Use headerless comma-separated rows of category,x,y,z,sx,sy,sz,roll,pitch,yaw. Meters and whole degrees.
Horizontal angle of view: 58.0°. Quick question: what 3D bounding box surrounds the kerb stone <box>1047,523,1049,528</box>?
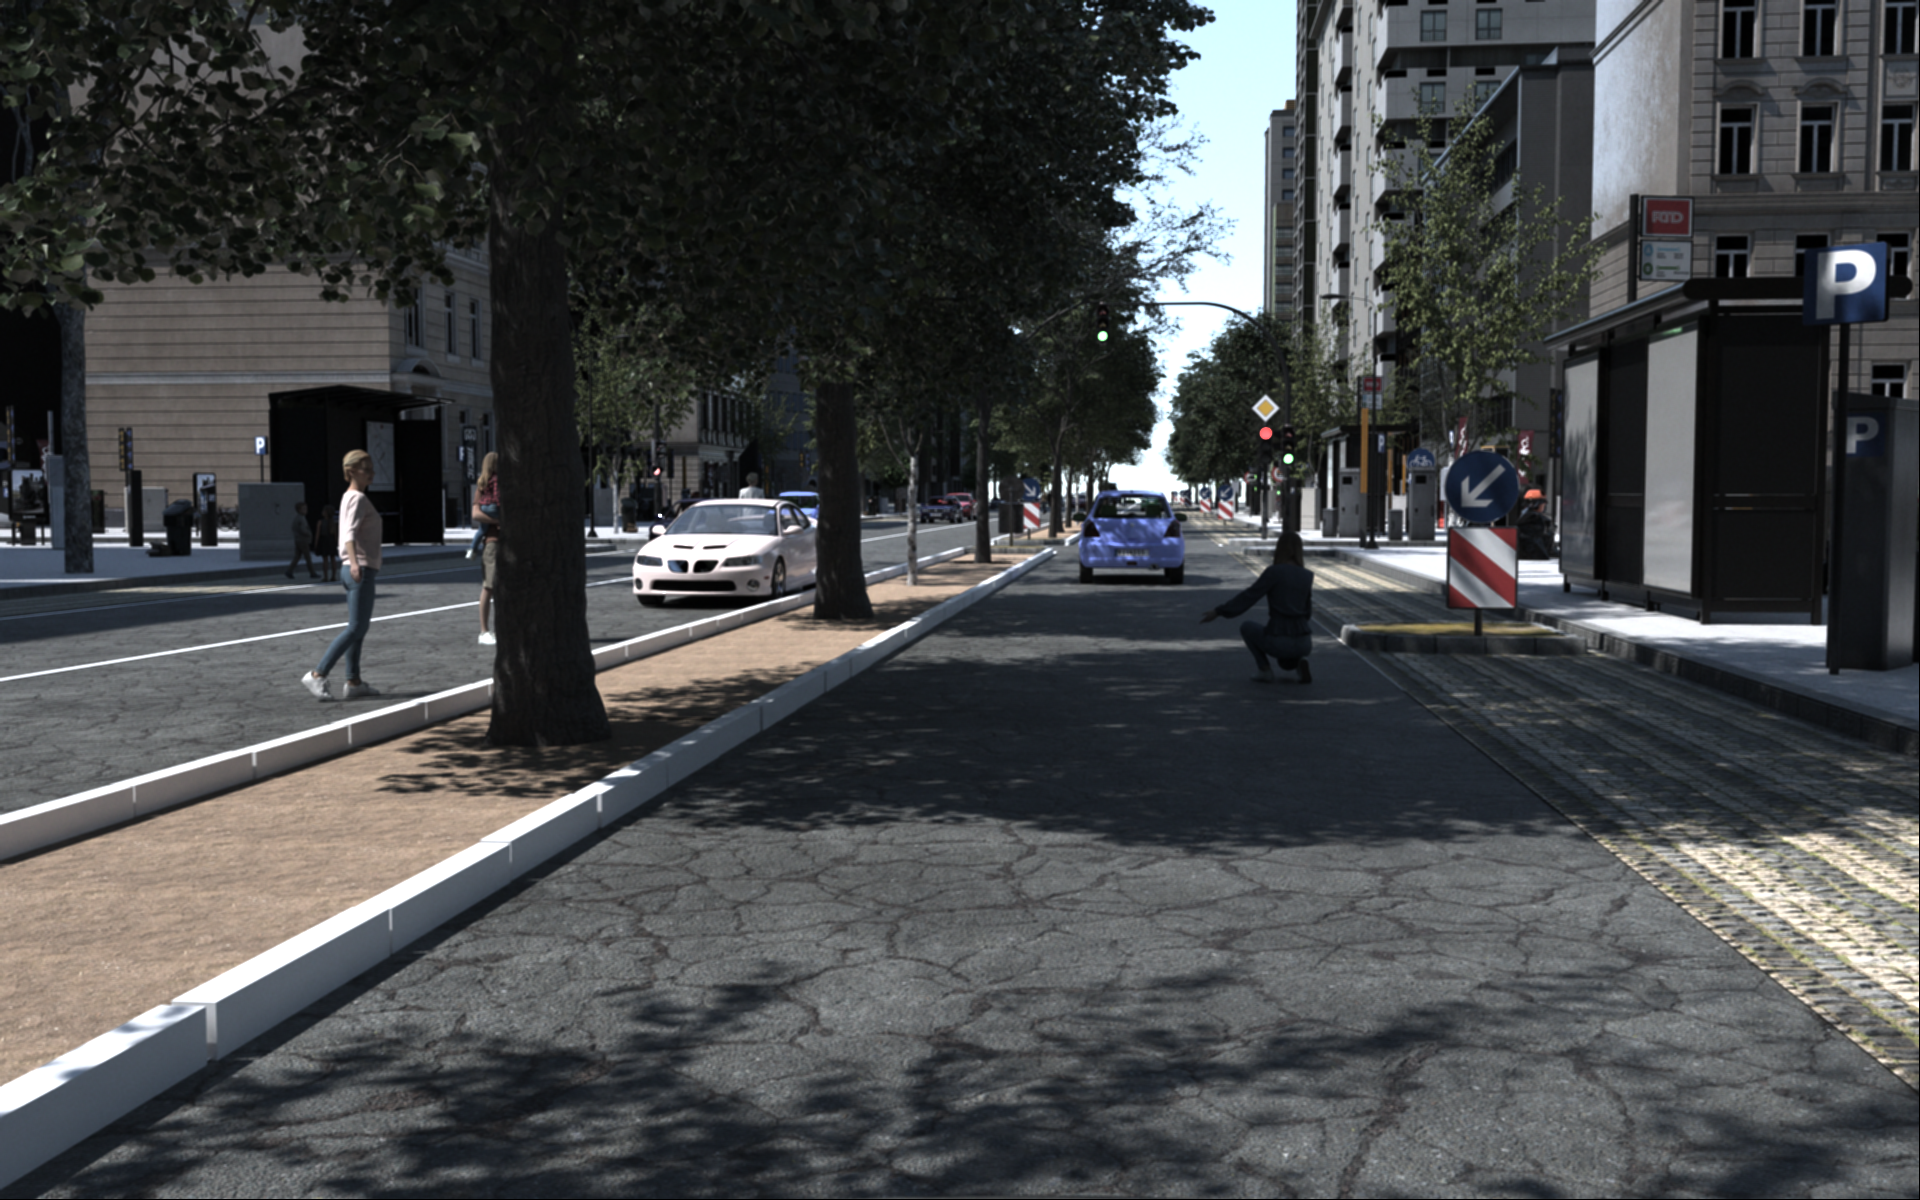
kerb stone,3.485,-3.040,71.894,0.120,0.150,1.000,0,4,6

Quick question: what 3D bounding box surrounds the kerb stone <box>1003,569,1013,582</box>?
kerb stone,0.731,-0.373,28.301,0.120,0.150,1.000,0,4,6

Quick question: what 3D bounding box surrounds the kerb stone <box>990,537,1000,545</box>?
kerb stone,0.974,-1.670,49.493,0.120,0.150,1.000,0,4,6

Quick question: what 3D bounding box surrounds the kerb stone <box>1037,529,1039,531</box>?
kerb stone,2.805,-2.666,65.777,0.120,0.150,1.000,0,4,6

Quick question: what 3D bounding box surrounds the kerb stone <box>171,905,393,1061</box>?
kerb stone,-1.882,1.059,4.877,0.120,0.150,1.000,0,4,6

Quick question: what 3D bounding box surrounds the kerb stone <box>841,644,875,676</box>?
kerb stone,-0.853,0.498,14.048,0.120,0.150,1.000,0,4,6

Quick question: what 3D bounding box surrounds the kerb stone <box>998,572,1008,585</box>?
kerb stone,0.617,-0.305,27.285,0.120,0.150,1.000,0,4,6

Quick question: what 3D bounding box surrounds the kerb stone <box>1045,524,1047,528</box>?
kerb stone,3.373,-2.974,70.878,0.120,0.150,1.000,0,4,6

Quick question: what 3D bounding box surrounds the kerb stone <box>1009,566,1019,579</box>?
kerb stone,0.852,-0.436,29.316,0.120,0.150,1.000,0,4,6

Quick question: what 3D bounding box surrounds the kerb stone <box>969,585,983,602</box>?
kerb stone,0.168,-0.062,23.211,0.120,0.150,1.000,0,4,6

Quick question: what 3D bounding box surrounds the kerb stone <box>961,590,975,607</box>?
kerb stone,0.049,0.004,22.189,0.120,0.150,1.000,0,4,6

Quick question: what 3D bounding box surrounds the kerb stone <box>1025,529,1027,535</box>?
kerb stone,2.127,-2.291,59.674,0.120,0.150,1.000,0,4,6

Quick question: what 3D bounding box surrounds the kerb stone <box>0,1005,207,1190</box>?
kerb stone,-2.004,1.123,3.853,0.120,0.150,1.000,0,4,6

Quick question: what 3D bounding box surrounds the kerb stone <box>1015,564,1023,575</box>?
kerb stone,0.954,-0.498,30.336,0.120,0.150,1.000,0,4,6

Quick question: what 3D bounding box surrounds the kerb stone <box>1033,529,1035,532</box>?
kerb stone,2.574,-2.540,63.742,0.120,0.150,1.000,0,4,6

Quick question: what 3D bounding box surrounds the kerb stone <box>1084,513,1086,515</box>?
kerb stone,8.837,-5.960,119.759,0.120,0.150,1.000,0,4,6

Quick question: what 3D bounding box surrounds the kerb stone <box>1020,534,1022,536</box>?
kerb stone,1.895,-2.162,57.642,0.120,0.150,1.000,0,4,6

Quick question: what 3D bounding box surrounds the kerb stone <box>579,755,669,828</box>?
kerb stone,-1.540,0.873,7.926,0.120,0.150,1.000,0,4,6

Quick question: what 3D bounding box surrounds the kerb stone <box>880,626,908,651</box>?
kerb stone,-0.639,0.374,16.088,0.120,0.150,1.000,0,4,6

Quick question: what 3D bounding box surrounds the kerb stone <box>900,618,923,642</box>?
kerb stone,-0.519,0.318,17.108,0.120,0.150,1.000,0,4,6

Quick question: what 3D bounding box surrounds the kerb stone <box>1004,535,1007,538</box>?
kerb stone,1.209,-1.794,51.531,0.120,0.150,1.000,0,4,6

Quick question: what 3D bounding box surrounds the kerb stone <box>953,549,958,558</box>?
kerb stone,-0.213,-1.012,38.736,0.120,0.150,1.000,0,4,6

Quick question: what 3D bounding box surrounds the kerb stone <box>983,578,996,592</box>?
kerb stone,0.383,-0.186,25.244,0.120,0.150,1.000,0,4,6

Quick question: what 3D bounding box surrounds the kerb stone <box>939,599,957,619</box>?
kerb stone,-0.178,0.125,20.155,0.120,0.150,1.000,0,4,6

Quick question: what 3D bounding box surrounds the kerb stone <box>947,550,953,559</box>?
kerb stone,-0.331,-0.943,37.705,0.120,0.150,1.000,0,4,6

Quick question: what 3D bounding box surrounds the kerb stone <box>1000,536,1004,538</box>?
kerb stone,1.094,-1.729,50.514,0.120,0.150,1.000,0,4,6

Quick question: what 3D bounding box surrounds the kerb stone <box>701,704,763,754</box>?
kerb stone,-1.322,0.748,9.963,0.120,0.150,1.000,0,4,6

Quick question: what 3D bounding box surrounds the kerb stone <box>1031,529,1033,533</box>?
kerb stone,2.461,-2.479,62.723,0.120,0.150,1.000,0,4,6

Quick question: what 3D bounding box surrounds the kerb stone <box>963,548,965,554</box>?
kerb stone,0.012,-1.136,40.769,0.120,0.150,1.000,0,4,6

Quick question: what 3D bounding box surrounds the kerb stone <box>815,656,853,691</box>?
kerb stone,-0.972,0.560,13.033,0.120,0.150,1.000,0,4,6

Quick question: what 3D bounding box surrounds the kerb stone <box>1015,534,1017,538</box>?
kerb stone,1.662,-2.043,55.600,0.120,0.150,1.000,0,4,6

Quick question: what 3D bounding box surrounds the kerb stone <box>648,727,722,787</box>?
kerb stone,-1.428,0.810,8.947,0.120,0.150,1.000,0,4,6

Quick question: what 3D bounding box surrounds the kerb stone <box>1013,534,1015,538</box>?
kerb stone,1.556,-1.980,54.584,0.120,0.150,1.000,0,4,6

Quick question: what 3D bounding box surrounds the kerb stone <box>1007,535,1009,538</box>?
kerb stone,1.323,-1.856,52.546,0.120,0.150,1.000,0,4,6

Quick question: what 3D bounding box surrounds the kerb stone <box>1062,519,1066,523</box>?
kerb stone,5.529,-4.157,90.215,0.120,0.150,1.000,0,4,6

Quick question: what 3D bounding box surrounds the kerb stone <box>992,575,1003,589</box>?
kerb stone,0.508,-0.249,26.268,0.120,0.150,1.000,0,4,6

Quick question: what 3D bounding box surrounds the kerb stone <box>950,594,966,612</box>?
kerb stone,-0.069,0.063,21.172,0.120,0.150,1.000,0,4,6

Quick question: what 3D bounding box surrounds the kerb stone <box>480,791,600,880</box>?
kerb stone,-1.664,0.935,6.910,0.120,0.150,1.000,0,4,6

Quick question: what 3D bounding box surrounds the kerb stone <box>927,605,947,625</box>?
kerb stone,-0.295,0.187,19.140,0.120,0.150,1.000,0,4,6

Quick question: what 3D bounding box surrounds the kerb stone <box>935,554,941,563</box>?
kerb stone,-0.560,-0.824,35.668,0.120,0.150,1.000,0,4,6

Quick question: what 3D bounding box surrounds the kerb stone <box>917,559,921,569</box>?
kerb stone,-0.903,-0.635,32.611,0.120,0.150,1.000,0,4,6

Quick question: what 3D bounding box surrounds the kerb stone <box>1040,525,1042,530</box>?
kerb stone,3.033,-2.788,67.814,0.120,0.150,1.000,0,4,6

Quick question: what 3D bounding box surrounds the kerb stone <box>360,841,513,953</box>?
kerb stone,-1.772,1.003,5.894,0.120,0.150,1.000,0,4,6

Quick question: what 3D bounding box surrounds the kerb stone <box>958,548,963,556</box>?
kerb stone,-0.096,-1.074,39.752,0.120,0.150,1.000,0,4,6

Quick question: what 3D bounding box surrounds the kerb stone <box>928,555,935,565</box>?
kerb stone,-0.670,-0.762,34.652,0.120,0.150,1.000,0,4,6

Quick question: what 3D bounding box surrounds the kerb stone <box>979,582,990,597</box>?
kerb stone,0.277,-0.118,24.228,0.120,0.150,1.000,0,4,6

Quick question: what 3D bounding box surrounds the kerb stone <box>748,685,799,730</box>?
kerb stone,-1.198,0.686,10.986,0.120,0.150,1.000,0,4,6

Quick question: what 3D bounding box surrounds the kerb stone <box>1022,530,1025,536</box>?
kerb stone,2.007,-2.223,58.659,0.120,0.150,1.000,0,4,6

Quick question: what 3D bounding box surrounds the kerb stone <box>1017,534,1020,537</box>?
kerb stone,1.780,-2.106,56.626,0.120,0.150,1.000,0,4,6

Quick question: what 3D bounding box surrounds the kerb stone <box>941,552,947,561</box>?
kerb stone,-0.442,-0.885,36.688,0.120,0.150,1.000,0,4,6

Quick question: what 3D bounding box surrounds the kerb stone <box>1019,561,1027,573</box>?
kerb stone,1.076,-0.560,31.351,0.120,0.150,1.000,0,4,6

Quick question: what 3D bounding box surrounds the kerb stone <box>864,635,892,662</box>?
kerb stone,-0.750,0.440,15.071,0.120,0.150,1.000,0,4,6

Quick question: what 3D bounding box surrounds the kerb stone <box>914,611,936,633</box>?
kerb stone,-0.404,0.249,18.123,0.120,0.150,1.000,0,4,6

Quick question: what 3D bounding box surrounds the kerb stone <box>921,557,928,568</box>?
kerb stone,-0.790,-0.699,33.627,0.120,0.150,1.000,0,4,6

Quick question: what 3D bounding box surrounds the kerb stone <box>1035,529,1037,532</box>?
kerb stone,2.685,-2.603,64.762,0.120,0.150,1.000,0,4,6

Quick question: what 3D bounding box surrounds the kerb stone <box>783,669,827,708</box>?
kerb stone,-1.092,0.623,12.008,0.120,0.150,1.000,0,4,6

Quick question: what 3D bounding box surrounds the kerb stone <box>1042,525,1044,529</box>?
kerb stone,3.147,-2.853,68.838,0.120,0.150,1.000,0,4,6
